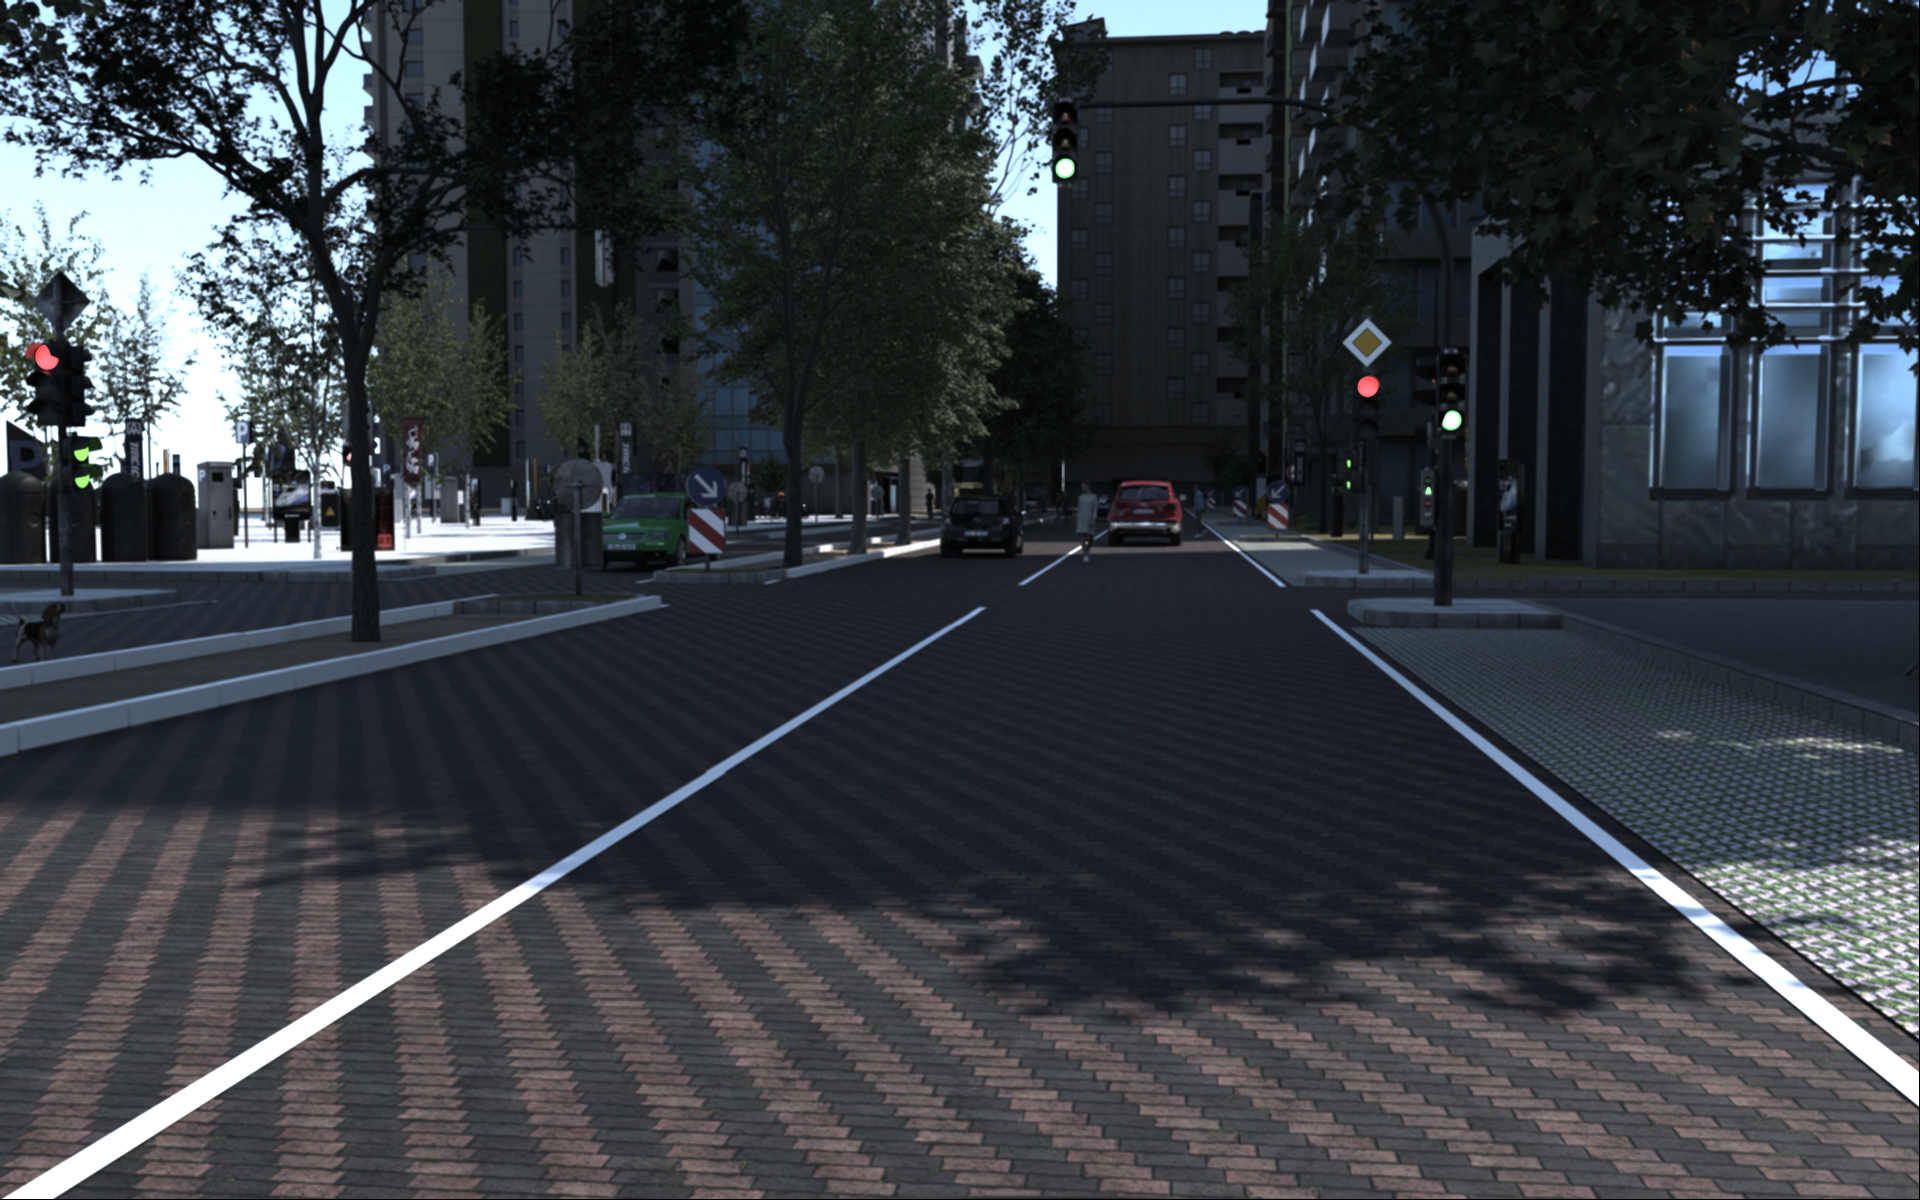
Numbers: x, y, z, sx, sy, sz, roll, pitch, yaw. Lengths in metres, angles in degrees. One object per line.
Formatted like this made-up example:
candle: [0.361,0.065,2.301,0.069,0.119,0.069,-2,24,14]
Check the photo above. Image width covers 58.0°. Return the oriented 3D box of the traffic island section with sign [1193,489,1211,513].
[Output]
traffic island section with sign: [18.566,-7.358,128.936,1.989,1.847,2.006,0,4,7]

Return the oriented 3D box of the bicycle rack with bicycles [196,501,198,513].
bicycle rack with bicycles: [-37.835,-4.452,86.173,2.852,0.926,2.925,-3,4,-36]

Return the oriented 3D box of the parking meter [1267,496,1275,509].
parking meter: [15.156,-4.644,84.332,0.372,1.533,0.369,0,3,0]

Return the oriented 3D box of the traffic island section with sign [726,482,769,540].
traffic island section with sign: [-7.095,-2.808,54.543,1.989,1.847,2.006,0,4,7]

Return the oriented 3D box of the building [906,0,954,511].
building: [-12.605,-36.173,133.434,21.231,58.520,28.212,0,4,7]

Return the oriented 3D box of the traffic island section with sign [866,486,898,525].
traffic island section with sign: [-3.895,-4.445,81.308,1.989,1.847,2.006,0,4,7]

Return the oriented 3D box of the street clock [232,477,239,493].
street clock: [-31.528,-4.325,75.291,0.471,2.002,0.358,3,5,43]

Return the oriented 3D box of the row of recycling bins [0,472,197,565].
row of recycling bins: [-16.247,-1.563,32.669,3.534,1.692,1.069,-3,5,-44]

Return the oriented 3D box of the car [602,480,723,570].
car: [-5.893,-1.527,33.765,1.959,1.807,4.718,0,4,7]

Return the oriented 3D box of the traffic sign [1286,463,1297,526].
traffic sign: [13.594,-4.283,70.128,0.768,2.556,0.104,1,4,11]

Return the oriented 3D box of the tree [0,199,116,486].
tree: [-22.650,-5.638,42.543,4.737,8.622,4.395,0,3,0]

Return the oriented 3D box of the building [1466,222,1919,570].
building: [27.663,-44.267,36.429,31.000,86.520,22.319,0,4,7]

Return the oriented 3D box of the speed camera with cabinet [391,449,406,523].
speed camera with cabinet: [-25.261,-5.077,77.348,0.660,3.252,2.038,-2,4,-34]

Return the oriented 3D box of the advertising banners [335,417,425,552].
advertising banners: [-13.060,-2.625,39.102,2.074,3.025,0.090,-3,5,-39]

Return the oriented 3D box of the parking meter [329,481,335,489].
parking meter: [-28.041,-4.383,77.380,0.255,1.863,0.399,-1,4,-17]

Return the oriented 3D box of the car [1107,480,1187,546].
car: [5.325,-2.499,49.525,2.281,1.827,5.304,0,4,8]

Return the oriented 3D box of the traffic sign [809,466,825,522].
traffic sign: [-6.534,-4.812,78.774,0.768,2.556,0.104,1,4,14]

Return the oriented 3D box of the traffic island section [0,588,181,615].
traffic island section: [-11.310,0.022,21.918,2.009,0.180,2.903,0,4,7]

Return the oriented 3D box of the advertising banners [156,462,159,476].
advertising banners: [-43.415,-5.936,93.236,0.090,3.025,2.074,0,4,-6]

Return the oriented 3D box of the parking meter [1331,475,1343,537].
parking meter: [11.246,-2.809,51.638,0.255,1.863,0.399,0,4,-6]

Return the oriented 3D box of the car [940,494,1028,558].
car: [0.551,-1.875,40.436,2.009,1.686,4.222,0,4,6]

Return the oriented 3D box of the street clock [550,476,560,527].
street clock: [-15.719,-3.850,67.526,0.358,2.002,0.471,2,4,32]

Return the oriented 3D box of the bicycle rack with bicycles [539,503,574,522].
bicycle rack with bicycles: [-18.032,-4.097,80.366,2.925,0.926,2.852,-1,4,-21]

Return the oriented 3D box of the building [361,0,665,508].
building: [-42.971,-38.552,172.330,28.212,58.520,21.231,0,4,7]

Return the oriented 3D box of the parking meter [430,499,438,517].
parking meter: [-30.122,-5.709,99.055,0.399,1.863,0.255,0,4,2]

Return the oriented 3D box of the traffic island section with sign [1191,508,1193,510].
traffic island section with sign: [21.752,-8.995,155.703,1.989,1.847,2.006,0,4,7]

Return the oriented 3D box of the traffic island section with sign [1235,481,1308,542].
traffic island section with sign: [9.433,-2.669,52.264,1.989,1.847,2.006,0,4,7]

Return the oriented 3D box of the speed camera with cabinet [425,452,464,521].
speed camera with cabinet: [-24.605,-5.399,82.608,0.660,3.252,2.038,2,4,26]

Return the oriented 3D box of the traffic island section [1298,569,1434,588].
traffic island section: [6.506,-0.340,27.839,2.009,0.180,2.903,0,4,7]

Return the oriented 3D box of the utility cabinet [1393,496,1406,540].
utility cabinet: [12.452,-2.319,49.083,0.306,1.237,1.020,1,4,17]

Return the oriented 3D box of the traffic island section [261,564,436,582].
traffic island section: [-10.366,-0.463,29.847,2.009,0.180,2.903,0,4,7]

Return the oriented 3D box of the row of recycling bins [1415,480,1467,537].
row of recycling bins: [15.110,-2.852,53.735,1.069,1.692,3.534,0,4,-6]

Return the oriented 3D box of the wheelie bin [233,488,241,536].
wheelie bin: [-22.583,-2.779,53.351,0.980,1.594,0.693,3,5,45]

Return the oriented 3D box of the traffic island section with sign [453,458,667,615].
traffic island section with sign: [-4.922,-0.811,21.395,2.006,1.907,1.989,0,4,7]

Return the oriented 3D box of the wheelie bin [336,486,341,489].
wheelie bin: [-24.039,-3.614,66.996,0.693,1.594,0.980,-1,4,-10]

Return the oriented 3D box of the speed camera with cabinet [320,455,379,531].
speed camera with cabinet: [-21.503,-4.066,60.821,2.038,3.252,0.660,-1,4,-10]

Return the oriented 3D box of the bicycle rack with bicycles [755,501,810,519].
bicycle rack with bicycles: [-9.507,-4.628,89.051,2.925,0.926,2.852,1,4,22]

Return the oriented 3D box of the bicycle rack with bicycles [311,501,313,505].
bicycle rack with bicycles: [-33.234,-4.745,90.966,2.925,0.926,2.852,1,4,11]

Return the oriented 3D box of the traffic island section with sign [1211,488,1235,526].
traffic island section with sign: [12.627,-4.306,79.030,1.989,1.847,2.006,0,4,7]

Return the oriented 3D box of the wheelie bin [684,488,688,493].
wheelie bin: [-13.877,-4.796,86.329,0.980,1.594,0.693,2,4,27]

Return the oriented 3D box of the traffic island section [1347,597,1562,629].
traffic island section: [5.561,0.145,19.910,2.009,0.180,2.903,0,4,7]

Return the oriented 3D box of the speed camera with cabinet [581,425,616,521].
speed camera with cabinet: [-10.162,-3.326,48.716,0.660,3.252,2.038,0,4,1]

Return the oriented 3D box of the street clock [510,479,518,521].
street clock: [-20.999,-4.709,81.564,0.358,2.002,0.471,-2,4,-29]

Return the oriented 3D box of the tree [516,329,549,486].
tree: [-18.672,-7.050,65.625,4.737,8.622,4.395,0,3,0]

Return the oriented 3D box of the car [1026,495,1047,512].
car: [6.024,-7.744,139.198,1.945,1.354,3.894,0,4,7]

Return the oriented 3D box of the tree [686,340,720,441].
tree: [-13.310,-7.928,79.978,4.360,8.622,3.978,0,3,0]

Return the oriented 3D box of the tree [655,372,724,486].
tree: [-16.155,-9.333,102.949,4.737,8.622,4.395,0,3,0]

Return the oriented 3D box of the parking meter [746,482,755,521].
parking meter: [-9.839,-4.629,81.388,0.399,1.863,0.255,-2,4,-28]

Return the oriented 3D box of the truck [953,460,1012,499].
truck: [1.242,-6.331,99.432,3.469,3.379,9.791,0,4,8]

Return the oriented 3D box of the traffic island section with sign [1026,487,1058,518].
traffic island section with sign: [4.845,-5.824,103.363,2.006,1.907,1.989,0,4,7]

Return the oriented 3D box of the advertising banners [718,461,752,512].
advertising banners: [-11.923,-5.828,91.467,2.074,3.025,0.090,1,4,16]

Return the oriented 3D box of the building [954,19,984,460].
building: [-13.285,-33.533,167.871,30.456,49.044,23.786,0,4,7]

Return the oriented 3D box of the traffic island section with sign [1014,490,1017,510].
traffic island section with sign: [5.269,-9.149,158.215,1.989,1.847,2.006,0,4,7]

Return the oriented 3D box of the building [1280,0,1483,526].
building: [27.607,-28.155,79.935,23.786,49.044,30.456,0,4,7]

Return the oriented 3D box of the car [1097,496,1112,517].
car: [7.592,-4.892,92.558,1.945,1.354,3.894,0,4,8]

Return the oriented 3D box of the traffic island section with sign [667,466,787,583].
traffic island section with sign: [-4.036,-1.261,28.749,2.006,1.907,1.989,0,4,7]

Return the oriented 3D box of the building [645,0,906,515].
building: [-11.382,-28.273,112.376,14.600,45.320,14.200,0,4,7]
